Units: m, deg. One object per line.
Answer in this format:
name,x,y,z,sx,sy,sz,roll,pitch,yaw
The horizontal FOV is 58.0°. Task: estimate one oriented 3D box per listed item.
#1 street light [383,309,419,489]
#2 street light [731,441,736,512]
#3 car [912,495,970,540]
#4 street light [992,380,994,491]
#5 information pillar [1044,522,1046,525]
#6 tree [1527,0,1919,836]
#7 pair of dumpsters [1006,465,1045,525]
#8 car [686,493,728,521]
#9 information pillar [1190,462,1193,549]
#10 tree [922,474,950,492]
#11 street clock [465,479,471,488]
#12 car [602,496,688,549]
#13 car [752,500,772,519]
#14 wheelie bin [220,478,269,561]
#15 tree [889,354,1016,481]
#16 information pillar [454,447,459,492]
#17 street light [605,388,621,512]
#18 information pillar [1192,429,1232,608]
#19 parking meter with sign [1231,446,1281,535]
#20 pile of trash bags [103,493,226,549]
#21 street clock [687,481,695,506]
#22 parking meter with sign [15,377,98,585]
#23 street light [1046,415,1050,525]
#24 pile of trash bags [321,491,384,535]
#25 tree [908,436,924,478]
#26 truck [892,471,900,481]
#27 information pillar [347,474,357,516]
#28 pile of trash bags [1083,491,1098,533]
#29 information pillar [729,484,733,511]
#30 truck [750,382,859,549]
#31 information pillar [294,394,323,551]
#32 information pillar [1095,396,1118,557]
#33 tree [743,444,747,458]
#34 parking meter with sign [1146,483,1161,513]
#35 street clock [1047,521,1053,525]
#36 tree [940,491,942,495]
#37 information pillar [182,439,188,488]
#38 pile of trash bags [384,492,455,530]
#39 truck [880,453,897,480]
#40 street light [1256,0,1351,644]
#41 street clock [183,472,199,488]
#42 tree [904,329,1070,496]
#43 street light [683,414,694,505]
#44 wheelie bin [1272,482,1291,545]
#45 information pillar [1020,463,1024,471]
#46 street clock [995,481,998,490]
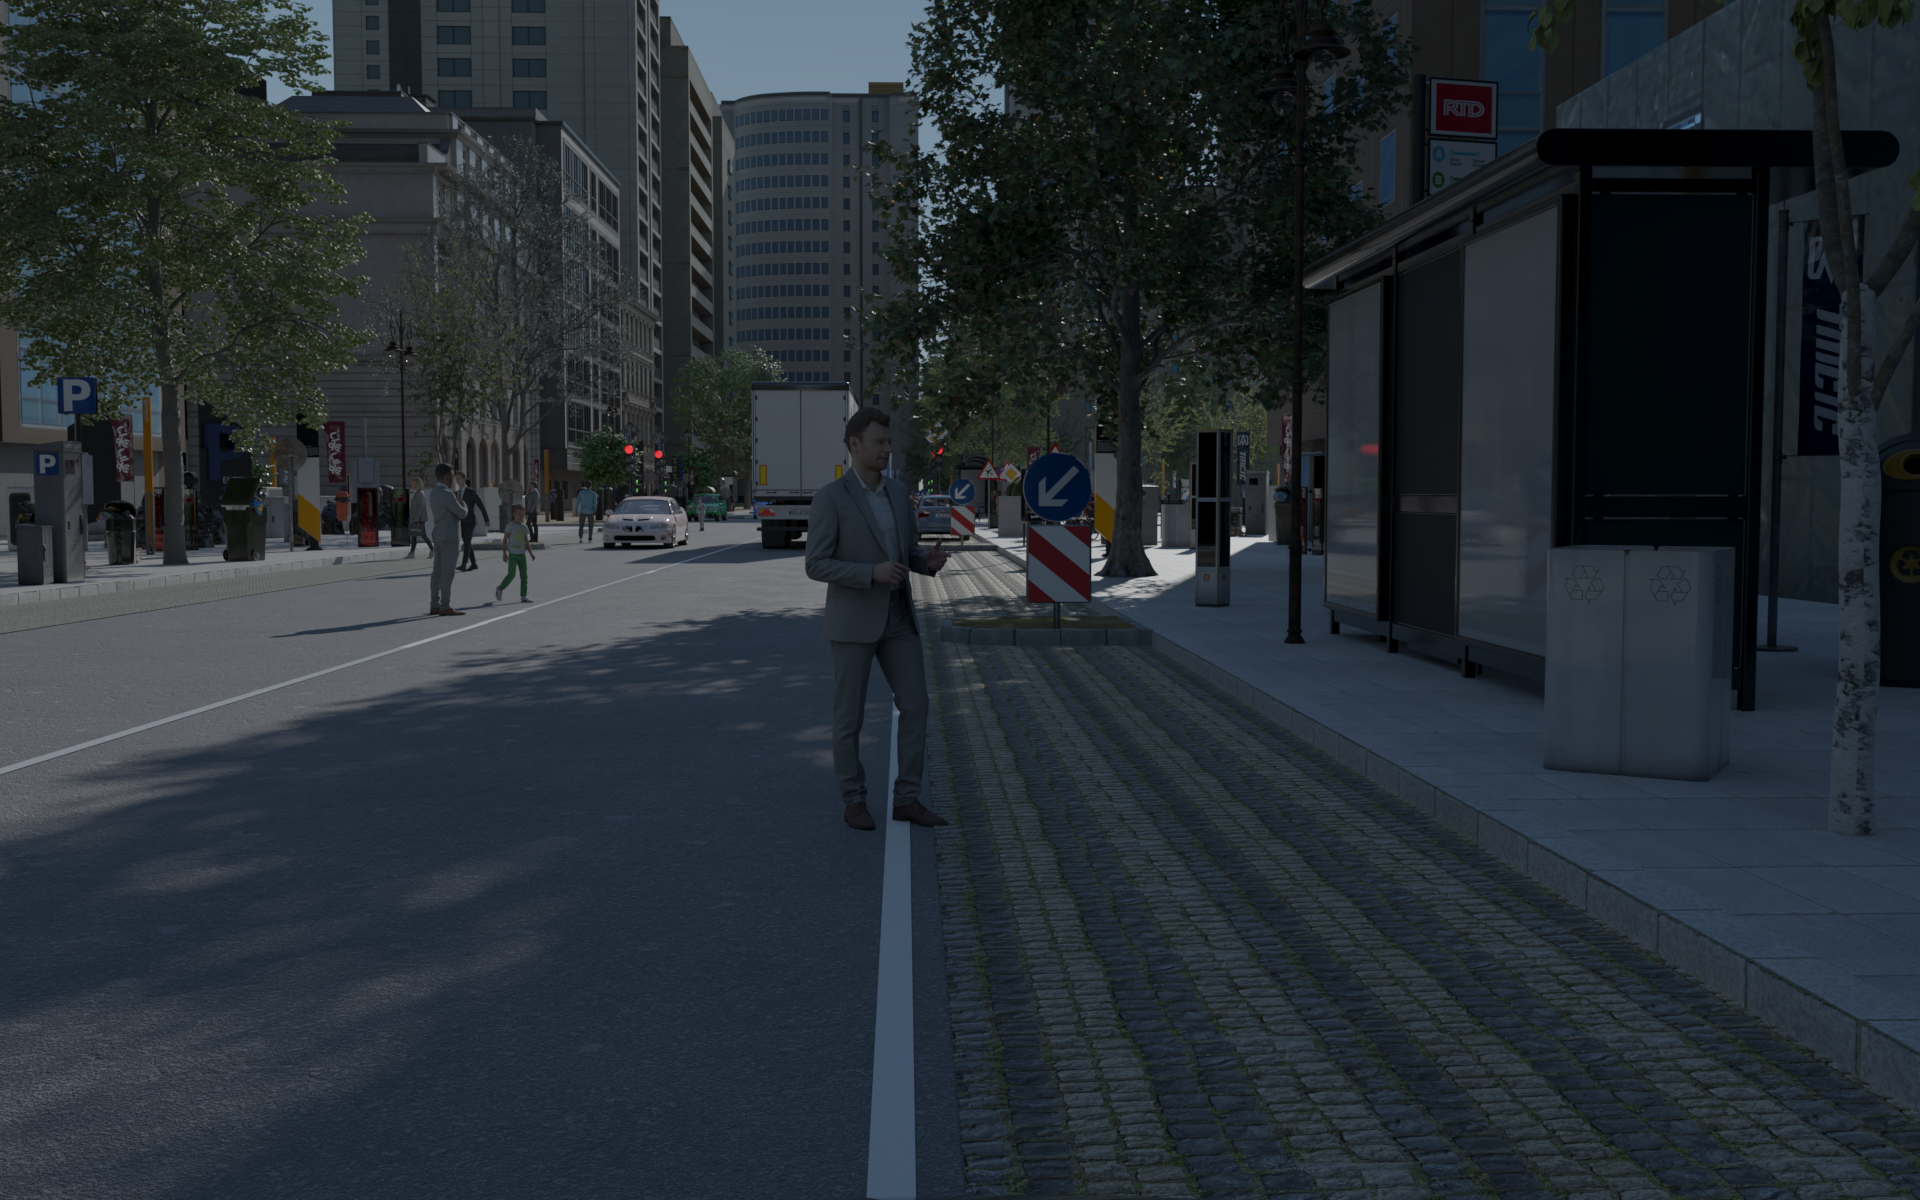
street light,-13.994,-4.326,43.526,0.468,5.910,1.993,0,4,-2
street light,-16.568,-9.398,126.440,0.468,5.910,1.993,0,4,-2
car,-0.600,-2.598,54.472,2.014,1.417,4.499,0,4,-2
street light,1.249,-5.711,66.159,0.468,5.910,1.993,0,4,-2
information pillar,2.772,-2.971,53.068,0.304,2.012,0.304,1,4,18
tree,3.194,-3.413,6.166,4.737,8.622,4.395,0,3,0
pair of dumpsters,2.490,-3.508,59.845,1.574,2.255,4.437,0,4,-2
car,-13.384,-5.062,91.562,1.959,1.807,4.718,0,4,-1
information pillar,5.533,-2.187,40.249,0.304,2.012,0.304,1,4,23
tree,-1.986,-11.390,169.942,4.285,4.588,4.351,0,3,0
street clock,-23.461,-4.773,82.615,0.358,2.002,0.471,-1,4,-13
car,-8.509,-2.126,47.116,2.083,1.381,4.827,0,4,-2
car,-11.030,-5.548,100.304,1.945,1.707,3.694,0,4,-2
wheelie bin,-13.762,-1.553,33.298,0.980,1.594,0.693,1,4,10
tree,-0.434,-13.804,136.060,12.009,13.543,11.850,0,3,0
information pillar,-23.487,-5.471,80.809,0.183,3.616,0.504,0,4,0
street light,-14.965,-6.236,74.752,0.468,5.910,1.993,0,4,-2
information pillar,2.881,-0.930,19.701,0.304,2.012,0.304,3,4,37
parking meter with sign,9.379,-3.573,54.673,1.738,3.016,0.543,2,4,24
pile of trash bags,-18.652,-1.958,41.763,1.912,1.369,3.447,3,5,43
street clock,-15.456,-5.803,99.452,0.358,2.002,0.471,2,4,27
parking meter with sign,-13.092,-1.762,25.076,0.543,3.016,1.738,0,4,-5
street light,2.067,-4.140,40.470,0.468,5.910,1.993,0,4,-2
pile of trash bags,-19.478,-2.767,54.995,1.912,1.369,3.447,-1,4,-16
tree,-3.668,-17.009,212.506,7.601,10.594,8.767,-3,5,-42
truck,-7.838,-12.509,194.276,2.967,4.110,18.799,0,4,-2
information pillar,-21.999,-3.563,62.750,0.304,2.012,0.304,-3,4,-37
pile of trash bags,5.064,-2.957,58.106,1.912,1.369,3.447,-2,4,-26
information pillar,-16.901,-7.566,128.193,0.304,2.012,0.304,1,4,11
truck,-4.154,-3.668,48.882,2.839,4.237,11.283,0,4,-2
information pillar,-14.760,-2.930,39.255,0.504,3.616,0.183,-2,4,-28
information pillar,3.002,-2.690,35.330,0.504,3.616,0.183,-1,4,-14
tree,-19.190,-17.337,193.827,12.009,13.543,11.850,0,3,0
parking meter with sign,13.104,-7.520,119.205,1.738,3.016,0.543,1,4,11
street clock,1.855,-1.868,35.109,0.471,2.002,0.358,1,4,12
tree,-2.240,-14.256,183.454,4.737,8.622,4.395,0,3,0
information pillar,-28.330,-4.389,63.116,0.504,3.616,0.183,2,4,23
pile of trash bags,-19.640,-3.208,62.199,3.447,1.369,1.912,-2,4,-31
truck,-4.846,-6.229,91.597,2.967,4.110,18.799,0,4,-2
street light,2.879,-2.565,14.728,0.468,5.910,1.993,0,4,-2
street clock,-25.167,-3.188,56.687,0.471,2.002,0.358,1,4,16
tree,1.763,-10.042,82.308,7.486,12.596,7.792,0,3,0
street light,-15.764,-7.826,100.751,0.468,5.910,1.993,0,4,-2
wheelie bin,8.255,-2.189,43.704,0.693,1.594,0.980,1,4,17
information pillar,4.399,-7.954,121.401,0.504,3.616,0.183,-3,5,-40
street clock,2.061,-5.210,89.759,0.471,2.002,0.358,-1,4,-14
